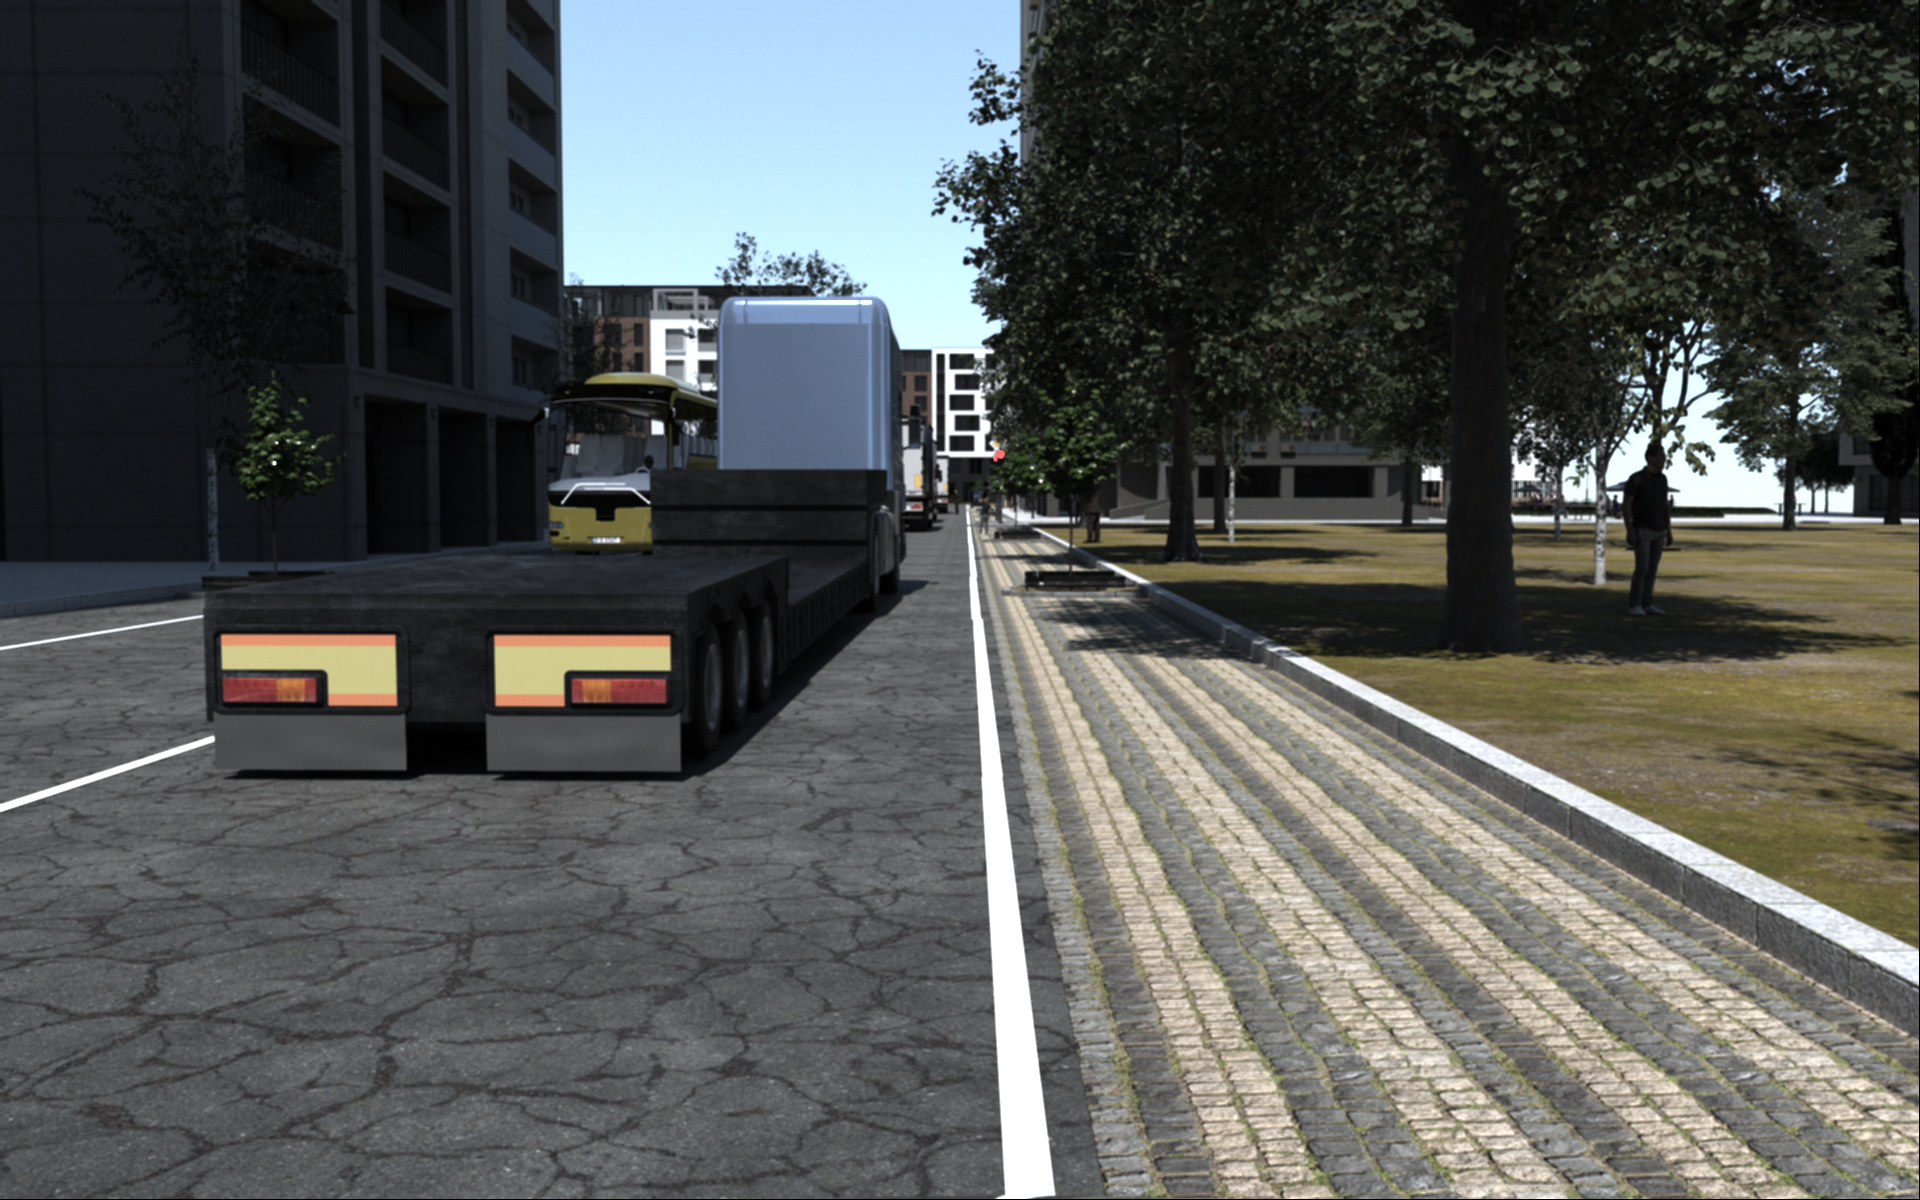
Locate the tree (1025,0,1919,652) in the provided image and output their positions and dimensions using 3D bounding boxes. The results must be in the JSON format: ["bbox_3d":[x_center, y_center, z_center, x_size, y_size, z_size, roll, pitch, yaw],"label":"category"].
[{"bbox_3d":[4.341,-6.556,13.853,9.857,13.997,8.962,0,3,0],"label":"tree"}]

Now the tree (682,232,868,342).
[{"bbox_3d":[-13.402,-16.503,125.708,12.611,20.169,13.585,0,3,0],"label":"tree"}]

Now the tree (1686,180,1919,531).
[{"bbox_3d":[28.834,-8.644,59.453,7.486,12.596,7.792,0,3,0],"label":"tree"}]

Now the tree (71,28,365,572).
[{"bbox_3d":[-12.170,-4.785,28.602,4.360,8.622,3.978,0,3,0],"label":"tree"}]

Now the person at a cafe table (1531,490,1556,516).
[{"bbox_3d":[33.921,-5.605,100.157,1.622,1.524,1.698,-1,4,-8],"label":"person at a cafe table"}]

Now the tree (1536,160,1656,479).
[{"bbox_3d":[17.730,-8.505,56.066,9.611,12.733,9.660,0,3,0],"label":"tree"}]

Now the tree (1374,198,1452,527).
[{"bbox_3d":[17.487,-9.098,66.882,7.486,12.596,7.792,0,3,0],"label":"tree"}]

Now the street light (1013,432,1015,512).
[{"bbox_3d":[3.886,-9.221,123.549,0.468,5.910,1.993,0,4,0],"label":"street light"}]

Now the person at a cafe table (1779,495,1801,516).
[{"bbox_3d":[48.857,-5.709,101.853,1.698,1.524,1.622,2,4,31],"label":"person at a cafe table"}]

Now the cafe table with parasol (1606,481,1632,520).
[{"bbox_3d":[33.736,-5.063,87.650,2.610,1.966,2.610,-3,5,-43],"label":"cafe table with parasol"}]

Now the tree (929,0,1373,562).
[{"bbox_3d":[4.253,-7.102,33.125,9.611,12.733,9.660,0,3,0],"label":"tree"}]

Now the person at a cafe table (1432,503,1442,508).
[{"bbox_3d":[29.539,-5.721,104.406,1.726,1.238,1.698,2,4,29],"label":"person at a cafe table"}]

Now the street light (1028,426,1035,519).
[{"bbox_3d":[3.808,-7.192,90.378,0.468,5.910,1.993,0,4,0],"label":"street light"}]

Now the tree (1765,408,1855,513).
[{"bbox_3d":[58.347,-9.126,112.116,11.467,7.101,20.602,-1,4,-8],"label":"tree"}]

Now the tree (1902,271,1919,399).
[{"bbox_3d":[30.402,-6.236,52.320,4.737,8.622,4.395,0,3,0],"label":"tree"}]

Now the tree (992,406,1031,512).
[{"bbox_3d":[4.408,-10.775,126.533,4.737,8.622,4.395,0,3,0],"label":"tree"}]

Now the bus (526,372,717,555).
[{"bbox_3d":[-6.545,-2.885,38.720,2.896,3.916,12.252,0,4,2],"label":"bus"}]

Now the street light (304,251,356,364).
[{"bbox_3d":[-12.007,-3.691,33.137,0.468,5.910,1.993,0,4,0],"label":"street light"}]

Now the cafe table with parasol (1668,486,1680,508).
[{"bbox_3d":[50.329,-7.291,124.074,2.610,1.966,2.610,-2,4,-28],"label":"cafe table with parasol"}]

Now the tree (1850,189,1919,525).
[{"bbox_3d":[44.507,-10.266,69.675,18.604,14.587,13.155,-2,4,-25],"label":"tree"}]

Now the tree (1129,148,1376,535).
[{"bbox_3d":[8.319,-8.323,54.209,7.486,12.596,7.792,0,3,0],"label":"tree"}]

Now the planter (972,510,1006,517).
[{"bbox_3d":[1.875,-5.319,108.098,1.991,0.319,1.994,0,4,0],"label":"planter"}]

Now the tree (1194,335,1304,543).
[{"bbox_3d":[7.426,-5.830,45.676,4.737,8.622,4.395,0,3,0],"label":"tree"}]

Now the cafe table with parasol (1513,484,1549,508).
[{"bbox_3d":[38.676,-6.879,117.337,2.610,1.966,2.610,0,3,0],"label":"cafe table with parasol"}]

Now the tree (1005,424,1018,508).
[{"bbox_3d":[5.084,-12.947,162.041,4.360,8.622,3.978,0,3,0],"label":"tree"}]

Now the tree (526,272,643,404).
[{"bbox_3d":[-12.109,-6.530,57.127,4.360,8.622,3.978,0,3,0],"label":"tree"}]

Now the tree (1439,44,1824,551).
[{"bbox_3d":[15.902,-7.867,39.002,12.009,13.543,11.850,0,3,0],"label":"tree"}]

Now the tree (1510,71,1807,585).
[{"bbox_3d":[9.100,-4.499,23.924,4.737,8.622,4.395,0,3,0],"label":"tree"}]

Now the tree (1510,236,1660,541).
[{"bbox_3d":[16.709,-5.949,47.626,4.360,8.622,3.978,0,3,0],"label":"tree"}]

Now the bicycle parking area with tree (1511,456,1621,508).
[{"bbox_3d":[47.124,-8.940,133.177,9.016,4.147,8.231,0,4,6],"label":"bicycle parking area with tree"}]

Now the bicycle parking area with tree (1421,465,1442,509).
[{"bbox_3d":[43.674,-10.063,151.524,8.231,4.147,9.016,1,4,12],"label":"bicycle parking area with tree"}]

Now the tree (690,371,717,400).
[{"bbox_3d":[-14.804,-9.208,100.910,4.737,8.622,4.395,0,3,0],"label":"tree"}]

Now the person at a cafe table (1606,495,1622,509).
[{"bbox_3d":[40.509,-5.946,108.073,1.698,1.238,1.726,3,4,38],"label":"person at a cafe table"}]

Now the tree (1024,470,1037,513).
[{"bbox_3d":[4.897,-7.557,118.155,1.663,3.219,1.824,0,3,0],"label":"tree"}]

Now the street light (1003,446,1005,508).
[{"bbox_3d":[3.991,-11.249,156.708,0.468,5.910,1.993,0,4,0],"label":"street light"}]

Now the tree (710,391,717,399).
[{"bbox_3d":[-12.469,-10.844,111.704,8.767,10.594,7.601,-2,4,-25],"label":"tree"}]
